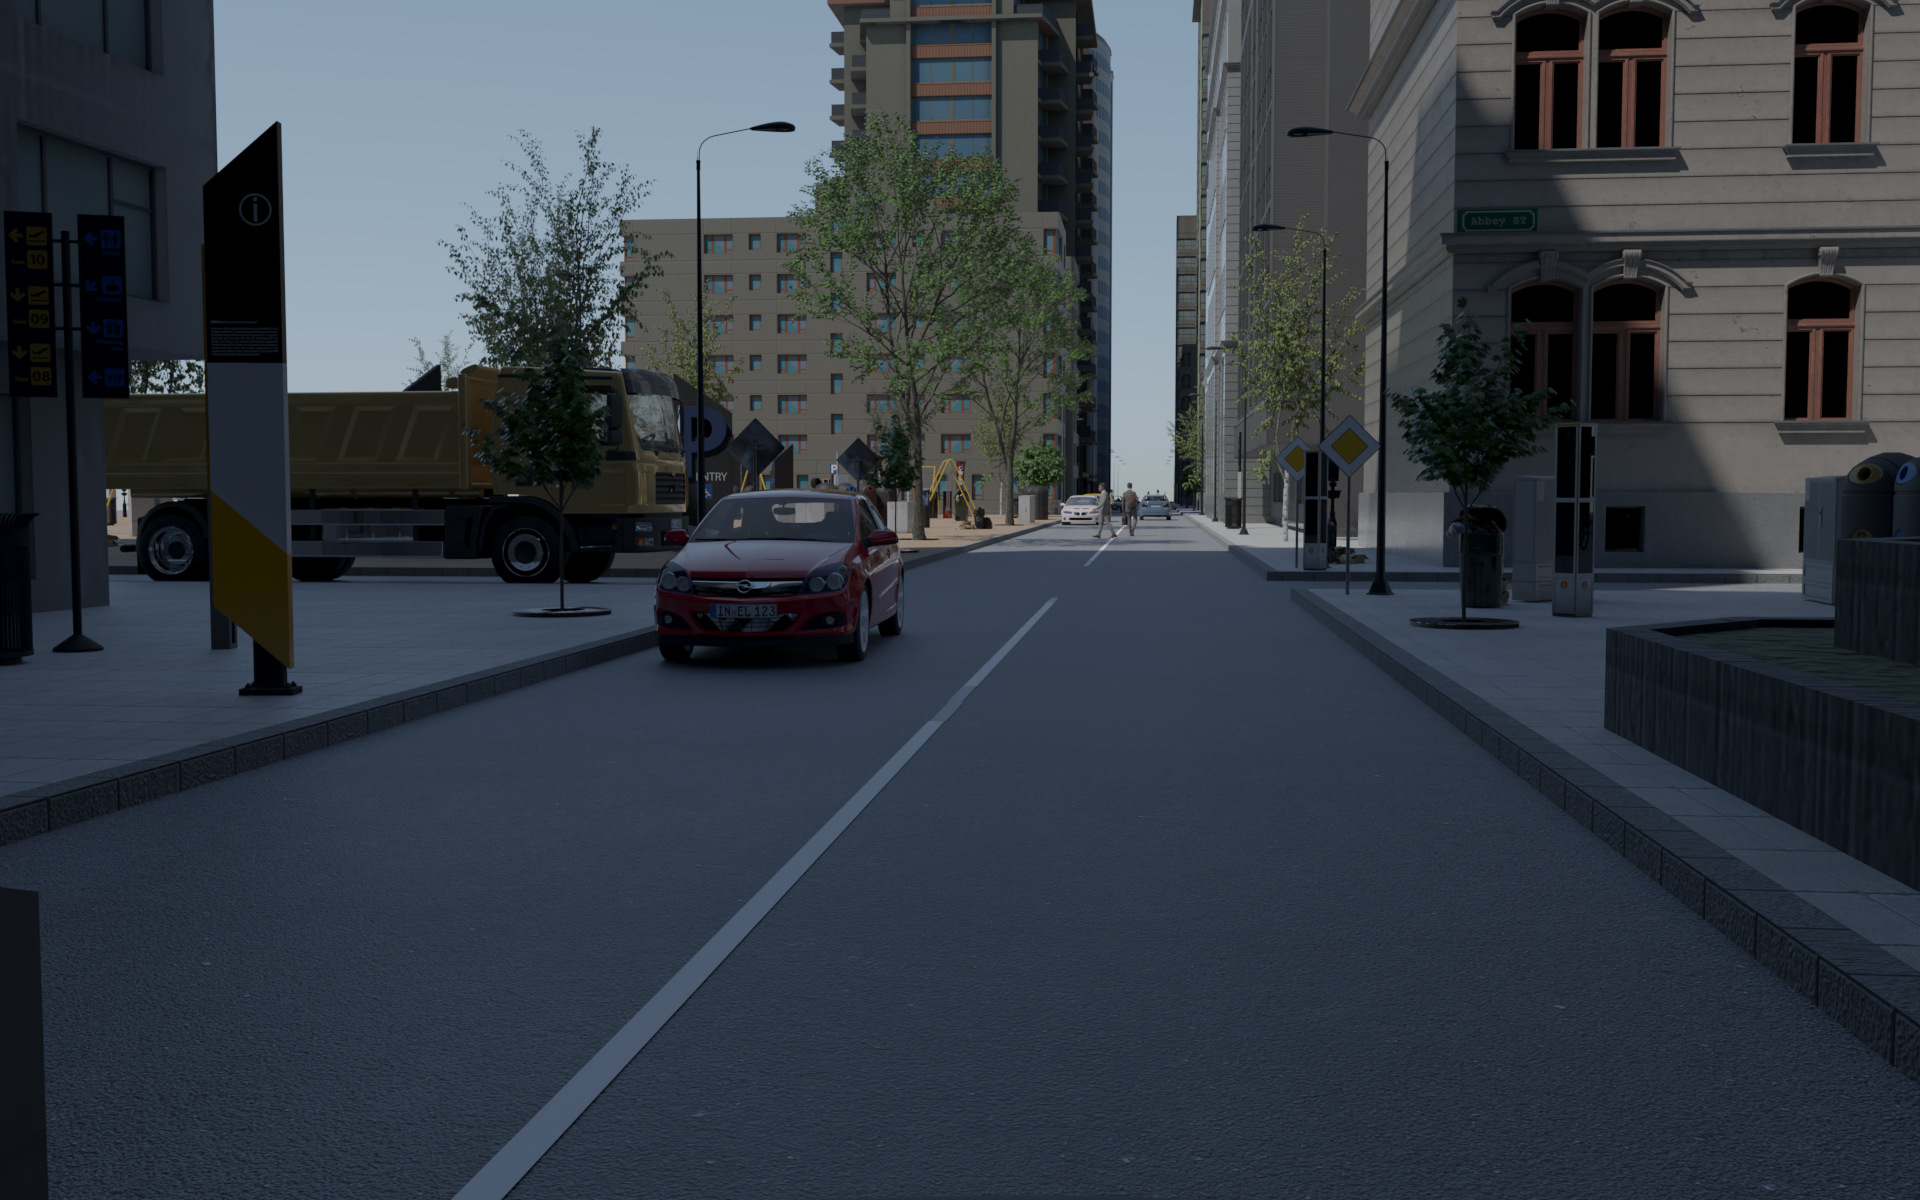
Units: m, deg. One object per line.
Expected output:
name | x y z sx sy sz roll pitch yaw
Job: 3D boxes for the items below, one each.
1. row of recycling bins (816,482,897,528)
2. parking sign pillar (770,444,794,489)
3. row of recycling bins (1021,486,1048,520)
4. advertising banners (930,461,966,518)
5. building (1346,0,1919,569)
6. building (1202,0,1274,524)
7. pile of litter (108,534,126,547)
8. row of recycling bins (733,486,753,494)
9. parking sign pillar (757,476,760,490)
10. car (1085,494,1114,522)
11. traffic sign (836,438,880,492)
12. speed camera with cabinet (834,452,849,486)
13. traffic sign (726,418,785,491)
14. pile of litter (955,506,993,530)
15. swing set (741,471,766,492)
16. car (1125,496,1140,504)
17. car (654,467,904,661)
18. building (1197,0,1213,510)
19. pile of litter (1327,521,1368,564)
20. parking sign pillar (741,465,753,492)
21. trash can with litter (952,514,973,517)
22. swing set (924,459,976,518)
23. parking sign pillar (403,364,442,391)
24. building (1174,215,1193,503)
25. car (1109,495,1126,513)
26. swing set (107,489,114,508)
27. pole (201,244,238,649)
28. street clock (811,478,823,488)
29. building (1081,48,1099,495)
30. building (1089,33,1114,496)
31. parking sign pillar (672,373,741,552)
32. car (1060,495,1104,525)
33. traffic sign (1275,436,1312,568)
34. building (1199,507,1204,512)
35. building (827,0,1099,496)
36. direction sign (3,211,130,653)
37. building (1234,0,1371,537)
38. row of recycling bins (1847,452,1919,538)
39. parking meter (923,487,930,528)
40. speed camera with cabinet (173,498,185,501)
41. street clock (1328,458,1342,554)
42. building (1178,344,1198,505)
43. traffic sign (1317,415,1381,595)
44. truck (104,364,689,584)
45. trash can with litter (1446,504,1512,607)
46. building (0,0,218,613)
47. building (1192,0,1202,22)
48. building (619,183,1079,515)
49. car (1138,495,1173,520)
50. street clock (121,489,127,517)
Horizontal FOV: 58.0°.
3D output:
row of recycling bins | -3.785 -3.392 62.565 3.534 1.692 1.069 -3 5 -42
parking sign pillar | -9.509 -6.357 92.410 1.447 3.967 1.447 3 5 44
row of recycling bins | 3.709 -4.891 87.088 1.069 1.692 3.534 0 4 -7
advertising banners | -0.695 -5.852 91.875 2.074 3.025 0.090 1 4 12
building | 20.204 -15.107 34.394 23.554 28.519 14.401 0 4 6
building | 18.491 -19.036 88.738 11.434 29.767 29.804 0 4 6
pile of litter | -21.082 -1.737 42.361 1.176 0.858 1.719 1 4 20
row of recycling bins | -11.785 -4.844 86.311 3.534 1.692 1.069 0 4 0
parking sign pillar | -12.068 -6.723 98.395 1.447 3.967 1.447 -1 4 -17
car | 6.996 -4.879 89.994 2.015 1.641 3.980 0 4 5
traffic sign | -1.811 -1.664 30.846 0.795 2.450 0.064 0 4 6
speed camera with cabinet | -5.373 -5.319 81.298 0.660 3.252 2.038 -1 4 -19
traffic sign | -2.704 -1.179 22.911 0.795 2.450 0.064 0 4 6
pile of litter | 0.493 -3.016 63.284 1.719 0.858 1.176 -2 4 -33
swing set | -13.940 -6.615 105.783 3.119 2.851 2.862 -2 4 -31
car | 24.294 -14.173 244.090 2.083 1.381 4.827 0 4 8
car | -1.591 -0.441 16.247 2.155 1.783 4.494 0 4 5
building | 26.991 -28.202 144.695 14.154 41.232 14.086 0 4 6
pile of litter | 7.073 -1.126 32.369 1.176 0.858 1.719 2 4 32
parking sign pillar | -11.951 -6.312 91.668 1.447 3.967 1.447 -1 4 -20
trash can with litter | 0.010 -5.293 97.598 1.678 1.210 2.233 2 4 32
swing set | -0.523 -4.961 78.725 2.862 2.851 3.119 0 4 -5
parking sign pillar | -11.295 -2.883 35.607 1.447 3.967 1.447 2 4 35
building | 38.739 -34.943 254.916 14.154 41.232 14.086 0 4 6
car | 11.798 -7.374 133.142 1.945 1.354 3.894 0 4 8
swing set | -26.756 -3.686 57.893 2.862 2.851 3.119 1 4 14
pole | -6.109 -1.250 14.284 0.158 3.312 0.155 0 3 0
street clock | -6.435 -4.454 77.390 0.358 2.002 0.471 3 4 38
building | 6.014 -31.906 171.777 14.600 45.320 14.200 0 4 6
building | 8.227 -41.324 217.639 21.231 58.520 28.212 0 4 6
parking sign pillar | -5.710 -3.064 38.572 1.447 3.967 1.447 -1 4 -11
car | 5.769 -4.203 81.088 2.083 1.381 4.827 0 4 7
traffic sign | 5.833 -1.610 29.968 0.795 2.450 0.064 0 4 6
building | 28.190 -42.078 126.222 20.563 71.187 20.611 0 4 6
building | 0.661 -30.332 150.547 22.147 44.769 28.867 0 4 6
direction sign | -7.218 -1.350 14.069 0.876 3.537 0.379 -1 4 -18
building | 17.588 -16.414 61.871 14.314 27.812 24.014 0 4 6
row of recycling bins | 9.118 -0.533 15.832 1.069 1.692 3.534 0 4 6
parking meter | -1.328 -3.504 65.709 0.372 1.533 0.369 0 3 0
speed camera with cabinet | -29.863 -4.463 67.302 2.038 3.252 0.660 1 4 21
street clock | 7.373 -1.817 34.284 0.358 2.002 0.471 1 4 10
building | 40.935 -22.465 212.340 27.650 21.520 28.899 0 4 6
traffic sign | 4.939 -1.125 22.033 0.795 2.450 0.064 0 4 6
truck | -8.426 -1.922 27.352 9.791 3.379 3.469 0 4 8
trash can with litter | 5.971 -0.517 19.841 0.624 1.170 1.055 2 4 26
building | -16.100 -20.345 16.239 14.086 41.232 14.154 0 4 6
building | 36.558 -35.163 164.152 28.713 52.752 27.495 0 4 6
building | -6.080 -16.952 122.208 27.650 21.520 28.899 0 4 6
car | 10.793 -5.125 95.791 2.014 1.417 4.499 0 4 6
street clock | -46.185 -5.575 95.720 0.471 2.002 0.358 -3 5 -41
